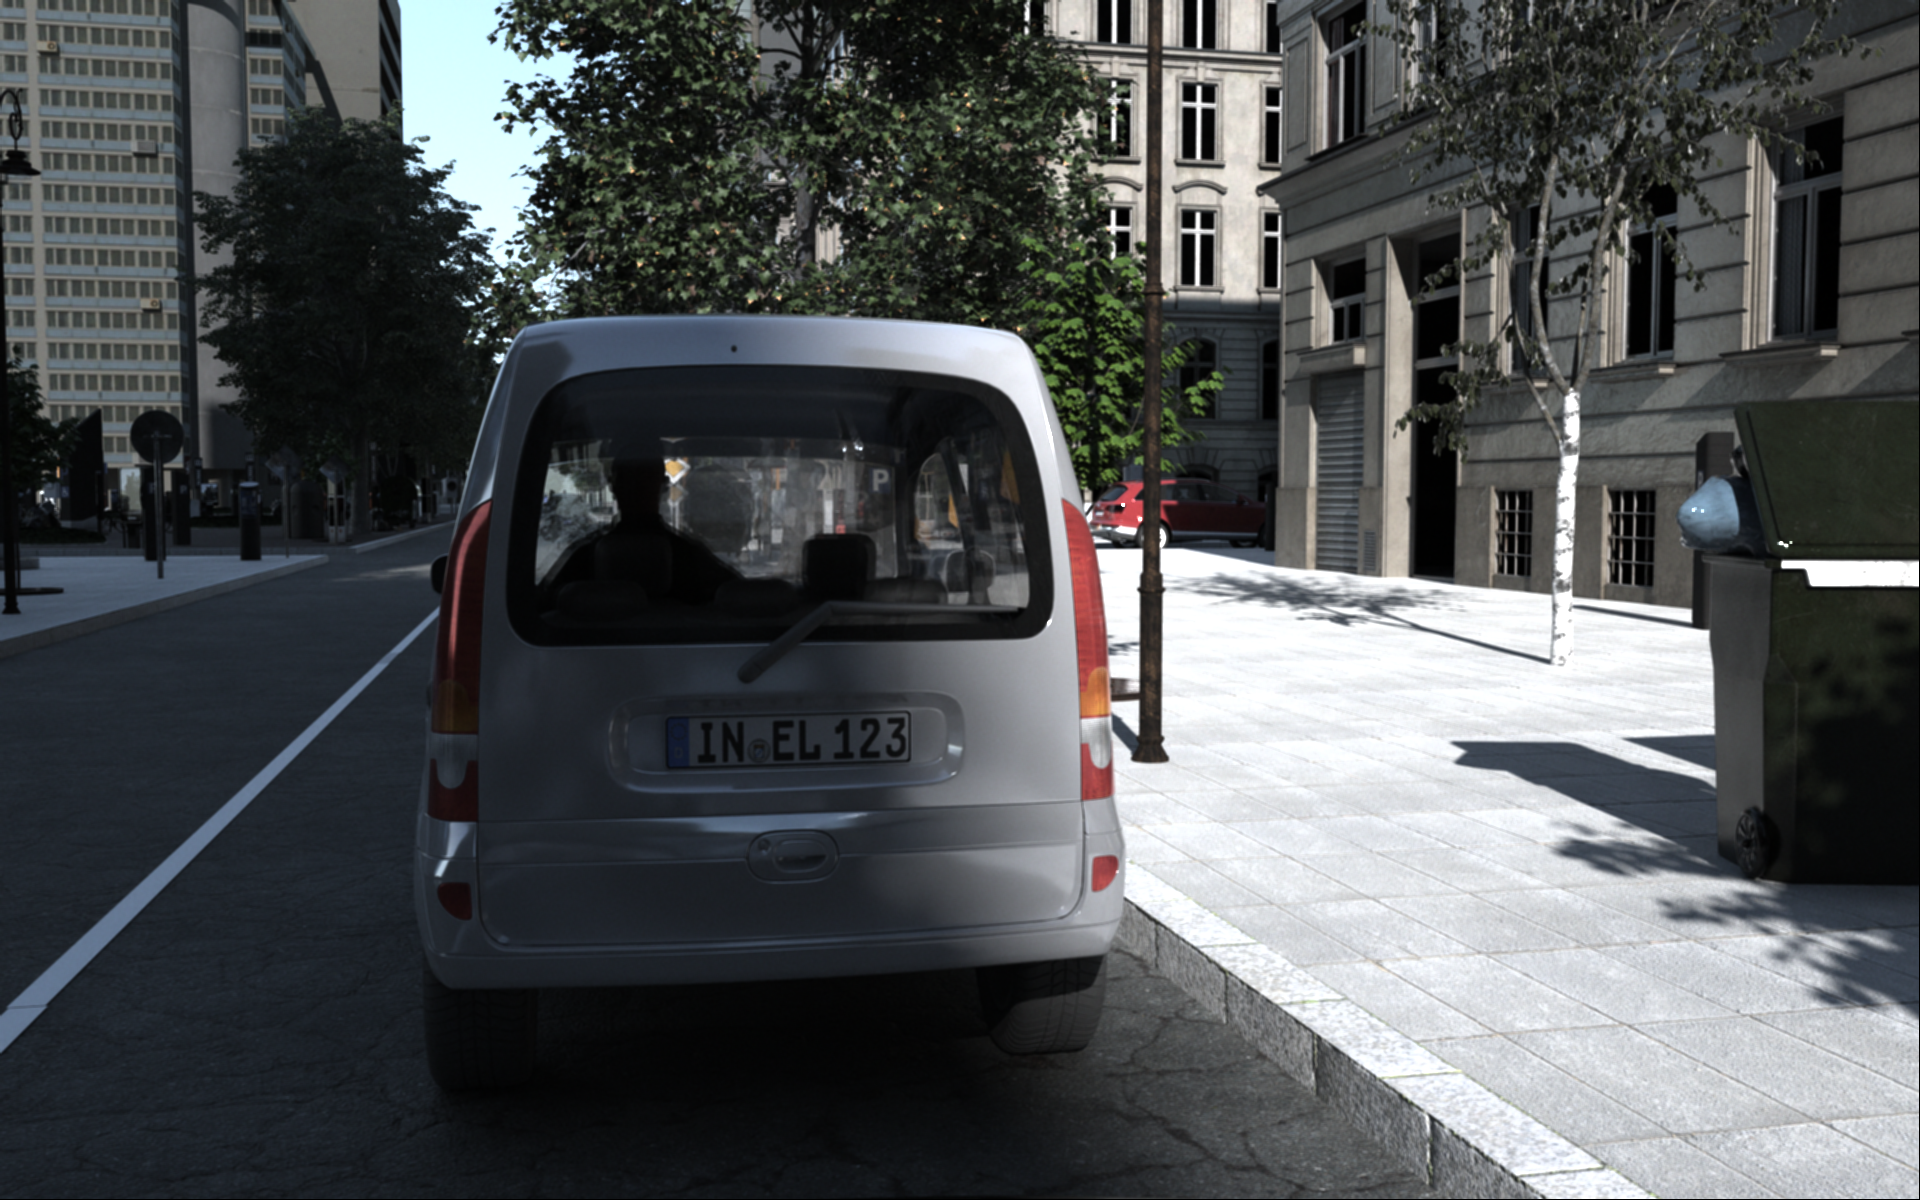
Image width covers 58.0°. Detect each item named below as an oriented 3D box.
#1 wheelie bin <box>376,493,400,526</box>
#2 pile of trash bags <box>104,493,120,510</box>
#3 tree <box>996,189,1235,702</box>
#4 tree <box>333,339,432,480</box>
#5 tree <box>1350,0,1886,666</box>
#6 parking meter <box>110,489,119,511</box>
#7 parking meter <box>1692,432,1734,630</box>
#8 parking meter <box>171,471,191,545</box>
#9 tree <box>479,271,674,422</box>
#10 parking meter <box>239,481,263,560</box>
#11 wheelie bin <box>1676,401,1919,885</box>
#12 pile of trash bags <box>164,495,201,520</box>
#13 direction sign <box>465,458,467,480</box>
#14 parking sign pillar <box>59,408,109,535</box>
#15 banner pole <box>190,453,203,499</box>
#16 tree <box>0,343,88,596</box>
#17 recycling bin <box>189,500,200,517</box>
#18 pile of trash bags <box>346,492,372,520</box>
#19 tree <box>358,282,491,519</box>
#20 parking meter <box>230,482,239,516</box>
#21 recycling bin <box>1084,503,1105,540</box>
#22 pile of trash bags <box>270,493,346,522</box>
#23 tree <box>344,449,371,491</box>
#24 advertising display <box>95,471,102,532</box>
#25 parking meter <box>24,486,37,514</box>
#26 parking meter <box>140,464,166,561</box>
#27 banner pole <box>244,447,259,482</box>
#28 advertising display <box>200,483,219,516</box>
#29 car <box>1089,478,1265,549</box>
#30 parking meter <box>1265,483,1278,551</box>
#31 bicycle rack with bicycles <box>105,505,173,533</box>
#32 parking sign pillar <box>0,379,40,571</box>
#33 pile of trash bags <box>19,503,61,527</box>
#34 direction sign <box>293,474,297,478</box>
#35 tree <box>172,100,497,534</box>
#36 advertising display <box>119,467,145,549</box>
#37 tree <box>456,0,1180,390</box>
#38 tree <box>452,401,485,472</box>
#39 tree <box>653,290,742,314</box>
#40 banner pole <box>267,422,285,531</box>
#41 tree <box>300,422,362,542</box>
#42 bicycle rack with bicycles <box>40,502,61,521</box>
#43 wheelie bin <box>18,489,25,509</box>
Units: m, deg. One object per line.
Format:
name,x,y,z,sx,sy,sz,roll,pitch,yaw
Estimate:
wheelie bin,-22.797,-3.746,69.157,0.980,1.594,0.693,-2,4,-29
pile of trash bags,-46.111,-5.261,95.763,3.447,1.369,1.912,0,4,3
tree,0.916,-1.008,11.078,1.663,3.219,1.824,0,3,0
tree,-23.247,-7.347,70.491,4.360,8.622,3.978,0,3,0
tree,4.663,-3.826,12.923,4.360,8.622,3.978,0,3,0
parking meter,-45.883,-5.235,94.004,0.372,1.533,0.369,0,3,0
parking meter,7.159,-0.658,16.473,0.255,1.863,0.399,1,4,8
parking meter,-19.583,-2.315,43.559,0.255,1.863,0.399,2,4,32
tree,-15.462,-10.318,79.071,12.009,13.543,11.850,0,3,0
parking meter,-13.769,-1.539,33.581,0.372,1.533,0.369,0,3,0
wheelie bin,2.924,0.123,5.904,0.980,1.594,0.693,0,4,4
pile of trash bags,-38.094,-4.527,83.766,1.912,1.369,3.447,0,4,-2
direction sign,-30.192,-6.966,105.885,0.379,3.537,0.876,-1,4,-15
parking sign pillar,-27.359,-4.004,53.938,1.447,3.967,1.447,1,4,21
banner pole,-46.162,-7.012,104.660,0.863,3.779,0.401,-3,4,-36
tree,-12.008,-1.690,22.231,1.663,3.219,1.824,0,3,0
recycling bin,-33.891,-3.888,76.126,0.722,1.027,0.722,-3,5,-41
pile of trash bags,-30.951,-4.743,87.295,3.447,1.369,1.912,-3,4,-37
tree,-27.616,-10.486,89.567,7.486,12.596,7.792,0,3,0
parking meter,-35.211,-4.794,84.089,0.255,1.863,0.399,-3,5,-44
recycling bin,3.609,-2.208,48.660,0.722,1.027,0.722,-2,4,-31
pile of trash bags,-30.655,-4.340,80.714,3.447,1.369,1.912,2,4,32
tree,-38.742,-7.796,111.175,4.285,4.588,4.351,0,3,0
advertising display,-24.593,-2.707,49.469,0.123,1.923,0.974,-2,4,-28
parking meter,-37.373,-3.909,69.628,0.399,1.863,0.255,1,4,9
parking meter,-15.512,-1.686,33.280,0.399,1.863,0.255,-2,4,-33
banner pole,-37.305,-6.206,91.477,0.863,3.779,0.401,-3,4,-36
advertising display,-43.739,-5.855,100.950,0.974,1.923,0.123,-1,4,-12
car,5.815,-2.072,42.557,5.304,1.827,2.281,-1,4,-15
parking meter,7.071,-1.875,39.062,0.372,1.533,0.369,0,3,0
bicycle rack with bicycles,-27.152,-2.700,57.527,2.852,0.926,2.925,3,5,40
parking sign pillar,-16.522,-2.506,29.442,1.447,3.967,1.447,3,4,39
pile of trash bags,-32.318,-3.000,58.804,3.447,1.369,1.912,0,4,7
direction sign,-33.446,-5.762,86.208,0.876,3.537,0.379,-3,5,-40
tree,-19.368,-9.082,55.138,9.857,13.997,8.962,0,3,0
advertising display,-19.556,-2.186,40.957,0.974,1.923,0.123,2,4,35
tree,-1.976,-6.446,22.397,9.611,12.733,9.660,0,3,0
tree,-34.254,-10.507,122.149,4.737,8.622,4.395,0,3,0
tree,-8.474,-7.322,54.132,7.601,10.594,8.767,-3,5,-42
banner pole,-23.546,-4.269,59.820,0.401,3.779,0.863,3,5,40
tree,-16.881,-3.192,46.795,1.663,3.219,1.824,0,3,0
bicycle rack with bicycles,-44.014,-4.200,82.045,2.925,0.926,2.852,1,4,20
wheelie bin,-42.941,-4.337,78.821,0.980,1.594,0.693,0,4,2
